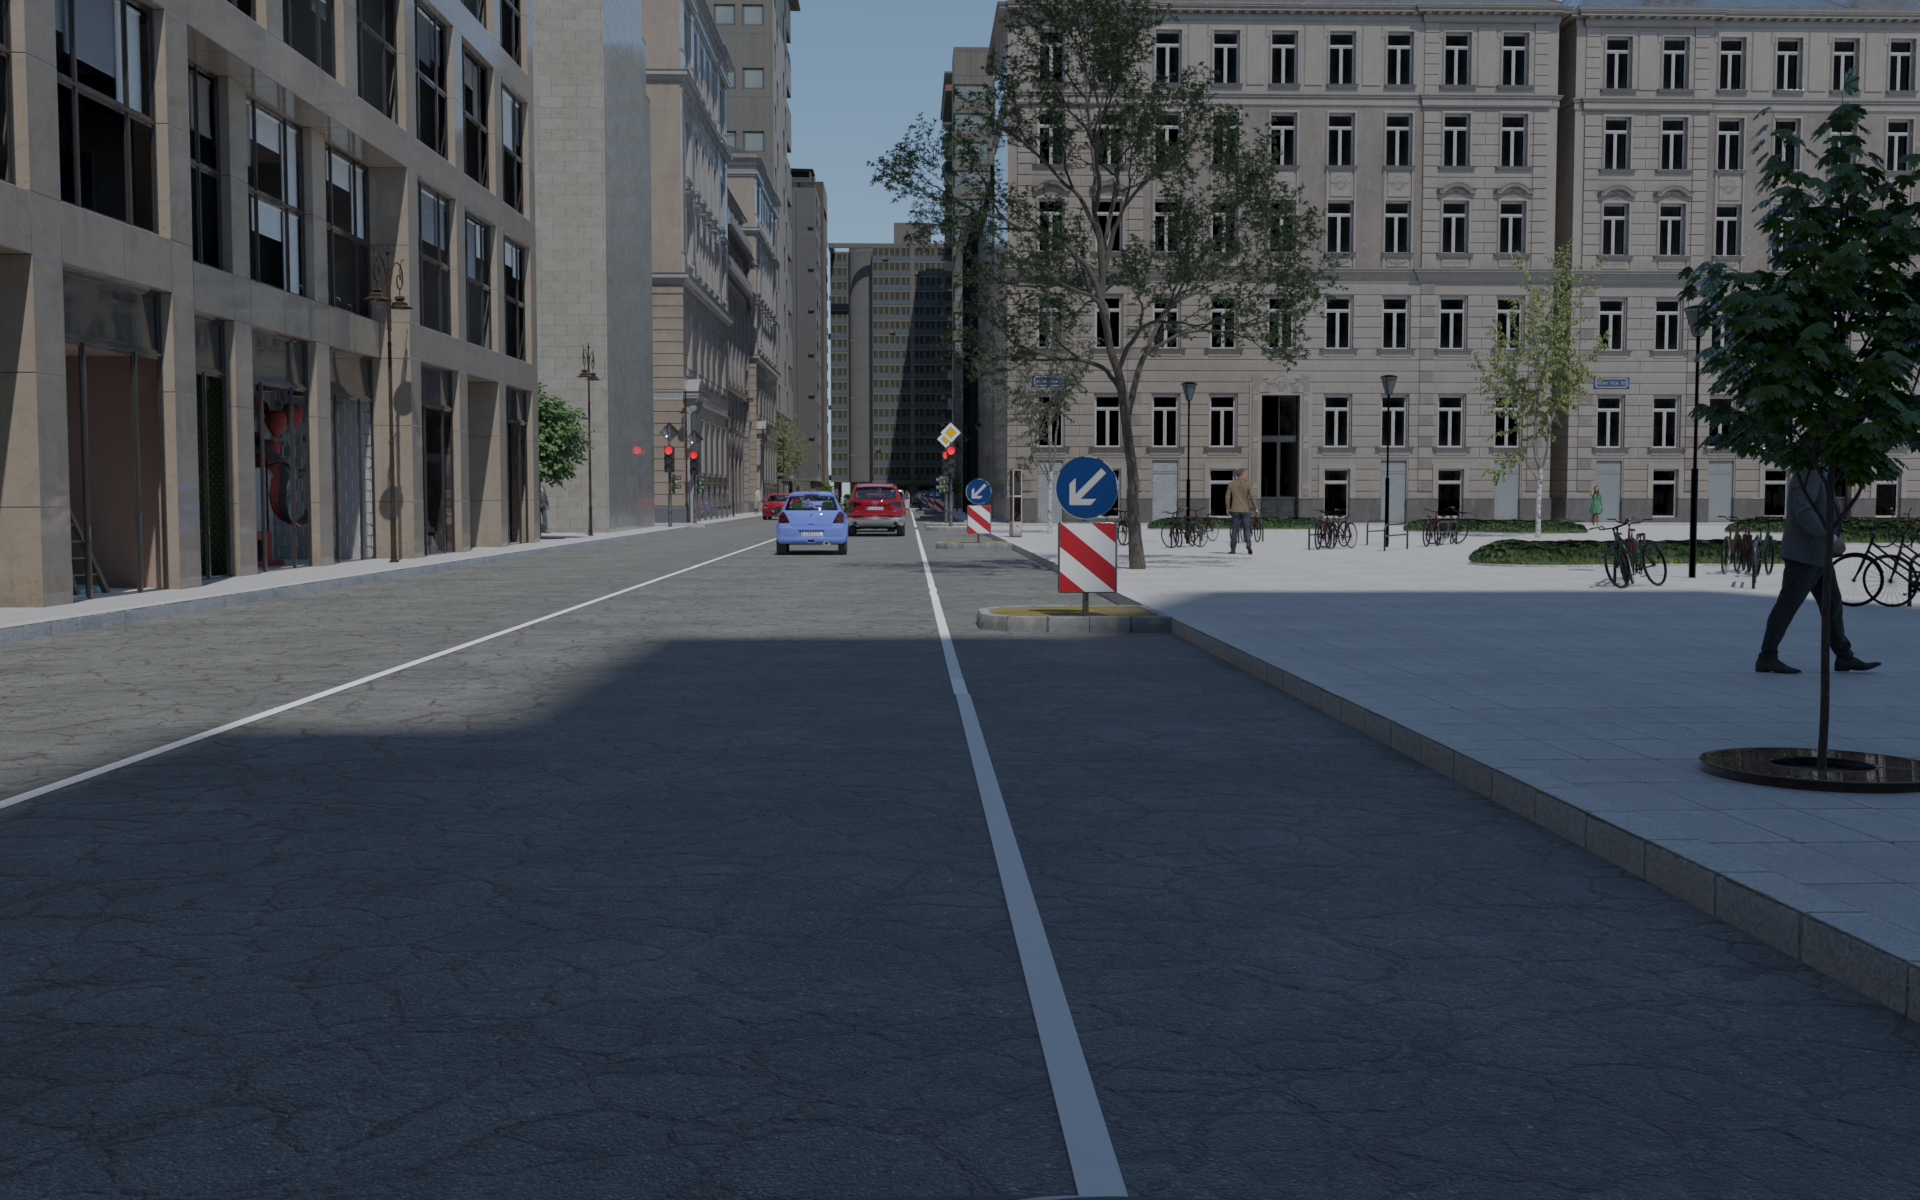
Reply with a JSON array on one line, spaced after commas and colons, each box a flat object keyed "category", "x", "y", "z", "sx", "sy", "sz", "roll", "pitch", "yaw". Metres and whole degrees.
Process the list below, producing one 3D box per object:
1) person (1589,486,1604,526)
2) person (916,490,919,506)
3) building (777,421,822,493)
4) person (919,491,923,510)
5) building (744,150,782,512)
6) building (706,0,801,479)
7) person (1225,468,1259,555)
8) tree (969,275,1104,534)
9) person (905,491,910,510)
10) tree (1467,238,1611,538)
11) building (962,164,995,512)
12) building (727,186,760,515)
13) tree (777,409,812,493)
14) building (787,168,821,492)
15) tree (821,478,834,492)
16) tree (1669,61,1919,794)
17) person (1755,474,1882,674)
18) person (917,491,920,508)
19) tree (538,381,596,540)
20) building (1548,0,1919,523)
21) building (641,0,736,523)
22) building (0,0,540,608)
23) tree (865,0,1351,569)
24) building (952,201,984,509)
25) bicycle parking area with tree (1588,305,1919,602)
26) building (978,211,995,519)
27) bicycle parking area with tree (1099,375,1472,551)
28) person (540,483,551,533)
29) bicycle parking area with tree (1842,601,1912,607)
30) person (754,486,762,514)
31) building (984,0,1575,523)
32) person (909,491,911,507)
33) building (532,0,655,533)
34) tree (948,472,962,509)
[{"category": "person", "x": 27.295, "y": -4.010, "z": 74.304, "sx": 0.600, "sy": 1.795, "sz": 0.529, "roll": 0, "pitch": 4, "yaw": 7}, {"category": "person", "x": -4.507, "y": -11.140, "z": 190.504, "sx": 0.599, "sy": 1.838, "sz": 0.709, "roll": 3, "pitch": 5, "yaw": 39}, {"category": "building", "x": -31.640, "y": -30.443, "z": 189.626, "sx": 32.217, "sy": 40.220, "sz": 23.993, "roll": 0, "pitch": 4, "yaw": -2}, {"category": "person", "x": -3.509, "y": -8.994, "z": 156.482, "sx": 0.436, "sy": 1.711, "sz": 0.756, "roll": 0, "pitch": 4, "yaw": -3}, {"category": "building", "x": -20.612, "y": -21.020, "z": 129.589, "sx": 13.634, "sy": 28.700, "sz": 20.117, "roll": 0, "pitch": 4, "yaw": -2}, {"category": "building", "x": -29.981, "y": -35.110, "z": 163.284, "sx": 28.713, "sy": 52.752, "sz": 27.495, "roll": 0, "pitch": 4, "yaw": -2}, {"category": "person", "x": 6.003, "y": -1.889, "z": 36.834, "sx": 0.656, "sy": 1.842, "sz": 0.836, "roll": -1, "pitch": 4, "yaw": -18}, {"category": "tree", "x": 2.741, "y": -6.455, "z": 55.903, "sx": 4.360, "sy": 8.622, "sz": 3.978, "roll": 0, "pitch": 3, "yaw": 0}, {"category": "person", "x": -4.815, "y": -9.057, "z": 157.246, "sx": 0.551, "sy": 1.740, "sz": 0.621, "roll": 0, "pitch": 4, "yaw": -8}, {"category": "tree", "x": 16.924, "y": -6.129, "z": 50.569, "sx": 4.737, "sy": 8.622, "sz": 4.395, "roll": 0, "pitch": 3, "yaw": 0}, {"category": "building", "x": 6.580, "y": -17.364, "z": 113.585, "sx": 12.332, "sy": 23.373, "sz": 15.834, "roll": 0, "pitch": 4, "yaw": -2}, {"category": "building", "x": -20.006, "y": -16.241, "z": 107.345, "sx": 13.314, "sy": 21.916, "sz": 24.055, "roll": 0, "pitch": 4, "yaw": -2}, {"category": "tree", "x": -14.761, "y": -12.127, "z": 148.646, "sx": 4.737, "sy": 8.622, "sz": 4.395, "roll": 0, "pitch": 3, "yaw": 0}, {"category": "building", "x": -24.674, "y": -32.726, "z": 218.659, "sx": 14.086, "sy": 41.232, "sz": 14.154, "roll": 0, "pitch": 4, "yaw": -2}, {"category": "tree", "x": -16.233, "y": -13.402, "z": 213.725, "sx": 1.663, "sy": 3.219, "sz": 1.824, "roll": 0, "pitch": 3, "yaw": 0}, {"category": "tree", "x": 4.077, "y": -0.807, "z": 7.802, "sx": 1.663, "sy": 3.219, "sz": 1.824, "roll": 0, "pitch": 3, "yaw": 0}, {"category": "person", "x": 6.144, "y": -0.361, "z": 12.337, "sx": 0.834, "sy": 1.777, "sz": 0.661, "roll": 1, "pitch": 4, "yaw": 20}, {"category": "person", "x": -4.077, "y": -10.033, "z": 173.469, "sx": 0.436, "sy": 1.711, "sz": 0.756, "roll": 1, "pitch": 4, "yaw": 19}, {"category": "tree", "x": -11.946, "y": -4.019, "z": 49.429, "sx": 4.285, "sy": 4.588, "sz": 4.351, "roll": 0, "pitch": 3, "yaw": 0}, {"category": "building", "x": 39.042, "y": -17.455, "z": 82.658, "sx": 25.104, "sy": 27.353, "sz": 12.463, "roll": 0, "pitch": 4, "yaw": -2}, {"category": "building", "x": -18.591, "y": -18.301, "z": 85.124, "sx": 13.634, "sy": 28.700, "sz": 20.117, "roll": 0, "pitch": 4, "yaw": -2}, {"category": "building", "x": -20.250, "y": -13.672, "z": 28.051, "sx": 19.350, "sy": 26.468, "sz": 34.151, "roll": 0, "pitch": 4, "yaw": -2}, {"category": "tree", "x": 2.905, "y": -5.825, "z": 29.648, "sx": 8.767, "sy": 10.594, "sz": 7.601, "roll": -2, "pitch": 4, "yaw": -26}, {"category": "building", "x": 7.834, "y": -18.553, "z": 136.619, "sx": 16.112, "sy": 22.955, "sz": 30.059, "roll": 0, "pitch": 4, "yaw": -2}, {"category": "bicycle parking area with tree", "x": 13.471, "y": -2.336, "z": 25.193, "sx": 8.231, "sy": 4.147, "sz": 9.016, "roll": 3, "pitch": 4, "yaw": 38}, {"category": "building", "x": 6.561, "y": -14.838, "z": 97.354, "sx": 10.420, "sy": 20.320, "sz": 16.860, "roll": 0, "pitch": 4, "yaw": -2}, {"category": "bicycle parking area with tree", "x": 8.206, "y": -3.440, "z": 43.249, "sx": 8.231, "sy": 4.147, "sz": 9.016, "roll": 3, "pitch": 5, "yaw": 44}, {"category": "person", "x": -13.633, "y": -3.069, "z": 56.402, "sx": 0.590, "sy": 1.801, "sz": 0.661, "roll": 3, "pitch": 5, "yaw": 42}, {"category": "bicycle parking area with tree", "x": 13.350, "y": -1.770, "z": 15.946, "sx": 9.016, "sy": 4.147, "sz": 8.231, "roll": 1, "pitch": 4, "yaw": 19}, {"category": "person", "x": -12.905, "y": -6.402, "z": 110.945, "sx": 0.641, "sy": 1.798, "sz": 0.478, "roll": 0, "pitch": 4, "yaw": -2}, {"category": "building", "x": 13.965, "y": -17.379, "z": 81.404, "sx": 25.104, "sy": 27.353, "sz": 12.463, "roll": 0, "pitch": 4, "yaw": -2}, {"category": "person", "x": -5.455, "y": -11.010, "z": 188.608, "sx": 0.705, "sy": 1.812, "sz": 1.348, "roll": 0, "pitch": 4, "yaw": 2}, {"category": "building", "x": -20.226, "y": -12.671, "z": 61.916, "sx": 16.860, "sy": 20.320, "sz": 10.420, "roll": 0, "pitch": 4, "yaw": -2}, {"category": "tree", "x": -0.469, "y": -9.762, "z": 154.208, "sx": 1.663, "sy": 3.219, "sz": 1.824, "roll": 0, "pitch": 3, "yaw": 0}]
